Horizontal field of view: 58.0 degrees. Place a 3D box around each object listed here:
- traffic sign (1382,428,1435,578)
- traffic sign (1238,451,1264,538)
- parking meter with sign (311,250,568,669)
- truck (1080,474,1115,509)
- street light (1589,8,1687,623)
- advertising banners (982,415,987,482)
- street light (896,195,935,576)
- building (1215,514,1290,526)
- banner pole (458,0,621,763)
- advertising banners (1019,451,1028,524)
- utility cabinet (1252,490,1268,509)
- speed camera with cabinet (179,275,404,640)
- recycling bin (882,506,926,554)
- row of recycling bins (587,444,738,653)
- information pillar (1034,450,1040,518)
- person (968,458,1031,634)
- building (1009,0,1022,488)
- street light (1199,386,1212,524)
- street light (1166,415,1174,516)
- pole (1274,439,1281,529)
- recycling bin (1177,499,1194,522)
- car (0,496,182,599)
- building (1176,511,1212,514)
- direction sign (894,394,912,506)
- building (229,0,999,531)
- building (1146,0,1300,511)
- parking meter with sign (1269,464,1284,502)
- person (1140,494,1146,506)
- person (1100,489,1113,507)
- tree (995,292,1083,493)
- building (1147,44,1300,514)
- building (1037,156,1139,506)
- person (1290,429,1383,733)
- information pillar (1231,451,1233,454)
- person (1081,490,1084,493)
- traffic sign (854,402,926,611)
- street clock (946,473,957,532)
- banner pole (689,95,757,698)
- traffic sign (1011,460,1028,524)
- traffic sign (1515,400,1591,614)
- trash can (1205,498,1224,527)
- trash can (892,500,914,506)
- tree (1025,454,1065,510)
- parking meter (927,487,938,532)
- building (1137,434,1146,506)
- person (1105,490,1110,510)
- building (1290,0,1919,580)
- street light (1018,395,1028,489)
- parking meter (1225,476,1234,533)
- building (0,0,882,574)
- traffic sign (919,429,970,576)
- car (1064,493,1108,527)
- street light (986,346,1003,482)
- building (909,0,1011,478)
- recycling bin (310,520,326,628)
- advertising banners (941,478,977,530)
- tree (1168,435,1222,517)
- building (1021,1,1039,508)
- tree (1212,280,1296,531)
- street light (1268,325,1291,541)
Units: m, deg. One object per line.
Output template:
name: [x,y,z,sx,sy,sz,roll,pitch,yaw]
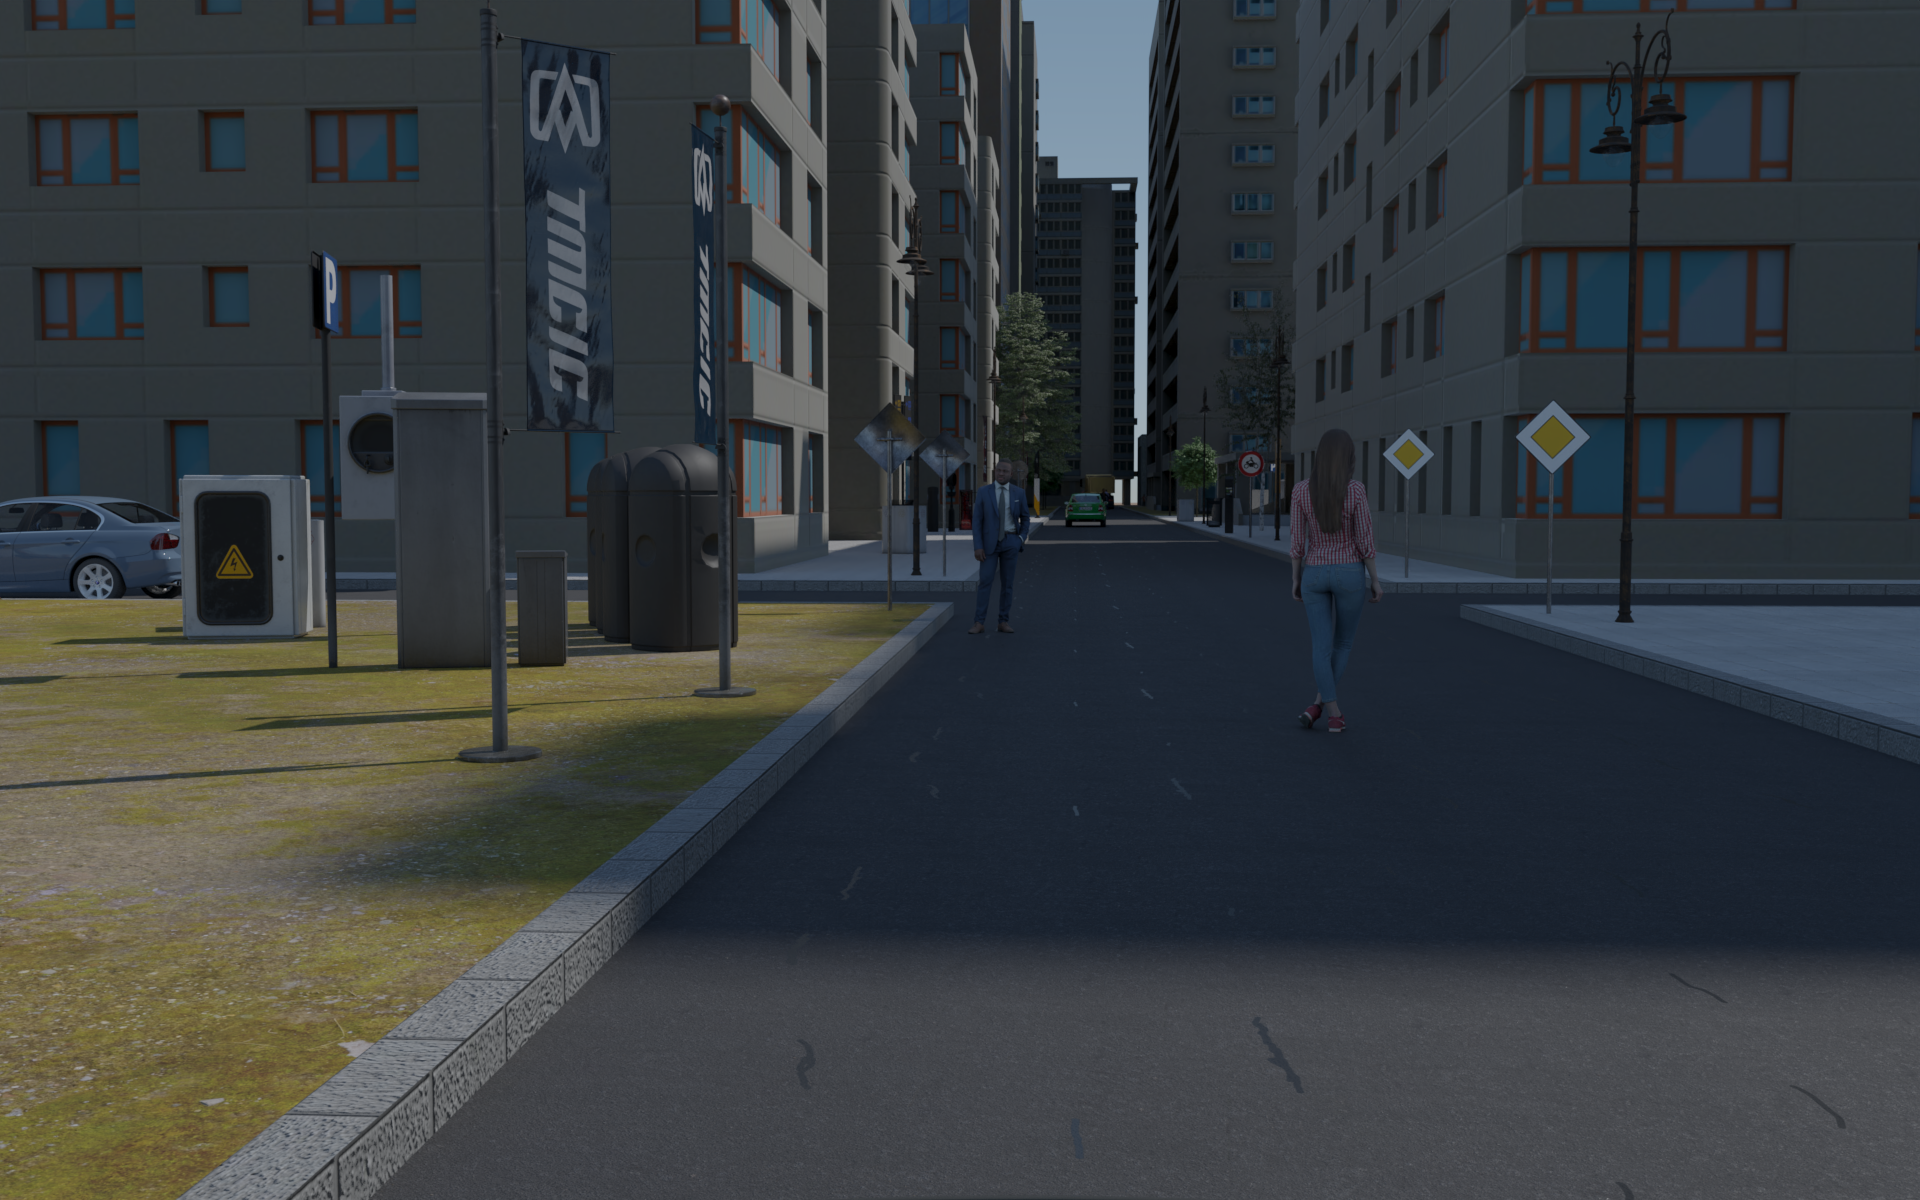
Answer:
traffic sign: [6.837,-1.396,26.474,0.795,2.450,0.064,0,4,4]
traffic sign: [8.557,-3.111,50.973,0.768,2.556,0.104,0,4,5]
parking meter with sign: [-3.817,-1.014,12.845,1.738,3.016,0.543,-1,4,-10]
truck: [13.374,-10.433,166.503,3.469,3.379,9.791,0,4,2]
street light: [6.650,-2.714,17.154,0.468,5.910,1.993,0,4,4]
advertising banners: [0.699,-2.643,39.401,0.090,3.025,2.074,1,4,11]
street light: [-0.688,-3.326,27.163,0.468,5.910,1.993,0,4,4]
building: [27.843,-23.432,75.002,32.217,40.220,23.993,0,4,4]
banner pole: [-2.058,-1.129,8.476,0.863,3.779,0.401,-3,4,-37]
advertising banners: [2.618,-4.582,71.106,0.090,3.025,2.074,0,4,-6]
utility cabinet: [15.501,-5.001,90.444,1.173,1.500,0.318,-1,4,-18]
speed camera with cabinet: [-5.851,-1.294,15.496,2.038,3.252,0.660,0,4,-7]
recycling bin: [-1.202,-1.521,37.415,0.722,1.027,0.722,2,4,33]
row of recycling bins: [-2.783,-0.521,15.638,1.069,1.692,3.534,-1,4,-19]
information pillar: [4.097,-6.168,92.202,0.183,3.616,0.504,-1,4,-22]
person: [0.391,-0.567,17.951,0.721,1.800,0.419,-1,4,-15]
building: [-2.868,-26.888,123.206,14.154,41.232,14.086,0,4,4]
street light: [10.460,-6.198,74.128,0.468,5.910,1.993,0,4,4]
street light: [12.262,-7.844,101.038,0.468,5.910,1.993,0,4,4]
pole: [11.739,-4.289,63.972,0.158,3.312,0.155,0,3,0]
recycling bin: [10.561,-4.194,81.121,0.722,1.027,0.722,0,4,-2]
car: [-12.204,-0.673,23.009,4.499,1.417,2.014,0,4,5]
building: [25.143,-30.264,118.521,21.300,48.544,21.600,0,4,4]
direction sign: [-1.313,-2.921,39.760,0.379,3.537,0.876,2,4,24]
building: [-12.680,-14.325,79.247,27.650,21.520,28.899,0,4,4]
building: [28.914,-33.055,164.154,21.300,48.544,21.600,0,4,4]
parking meter with sign: [17.049,-5.778,90.729,0.543,3.016,1.738,-3,5,-44]
person: [19.408,-10.444,182.517,1.065,1.426,0.557,-2,4,-32]
person: [10.071,-6.902,121.371,1.348,1.821,0.705,-1,4,-23]
tree: [3.125,-10.996,97.914,7.486,12.596,7.792,0,3,0]
building: [31.836,-27.494,141.412,32.217,40.220,23.993,0,4,4]
building: [8.596,-31.194,201.908,23.993,40.220,32.217,0,4,4]
person: [2.270,-0.119,10.448,0.555,1.821,0.388,1,4,10]
information pillar: [14.857,-6.251,93.552,0.504,3.616,0.183,1,4,12]
person: [8.583,-6.858,121.562,0.756,1.711,0.436,-2,4,-31]
traffic sign: [-0.769,-0.939,18.994,0.795,2.450,0.064,0,4,4]
street clock: [-0.286,-3.318,58.813,0.358,2.002,0.471,1,4,18]
banner pole: [-1.536,-1.268,10.746,0.401,3.779,0.863,0,4,8]
traffic sign: [2.185,-3.985,65.259,0.768,2.556,0.104,1,4,13]
traffic sign: [6.309,-0.909,18.506,0.795,2.450,0.064,0,4,4]
trash can: [9.804,-3.371,66.765,0.748,1.137,0.748,0,3,0]
trash can: [-1.500,-1.989,44.179,0.748,1.137,0.748,0,3,0]
tree: [7.521,-10.237,151.083,4.285,4.588,4.351,0,3,0]
parking meter: [-0.916,-3.075,58.686,0.372,1.533,0.369,0,3,0]
building: [35.687,-53.872,193.483,31.000,86.520,22.319,0,4,4]
person: [13.133,-8.974,155.094,0.709,1.838,0.599,2,4,29]
building: [23.756,-11.828,38.427,28.899,21.520,27.650,0,4,4]
street light: [2.966,-6.623,81.081,0.468,5.910,1.993,0,4,4]
parking meter: [8.784,-3.107,56.503,0.255,1.863,0.399,1,4,14]
building: [-16.151,-12.081,42.566,27.650,21.520,28.899,0,4,4]
traffic sign: [-0.240,-1.426,26.962,0.795,2.450,0.064,0,4,4]
car: [5.571,-4.143,76.540,1.959,1.807,4.718,0,4,5]
street light: [1.085,-4.992,54.412,0.468,5.910,1.993,0,4,4]
building: [-4.012,-28.067,109.010,14.600,45.320,14.200,0,4,4]
recycling bin: [-6.569,-0.259,16.791,0.722,1.027,0.722,-2,4,-25]
advertising banners: [0.244,-3.997,61.540,2.074,3.025,0.090,0,4,-1]
tree: [13.089,-6.880,96.200,4.285,4.588,4.351,0,3,0]
building: [-3.333,-33.203,166.572,21.600,48.544,21.300,0,4,4]
tree: [10.595,-6.736,60.492,4.360,8.622,3.978,0,3,0]
street light: [8.757,-4.577,47.616,0.468,5.910,1.993,0,4,4]
